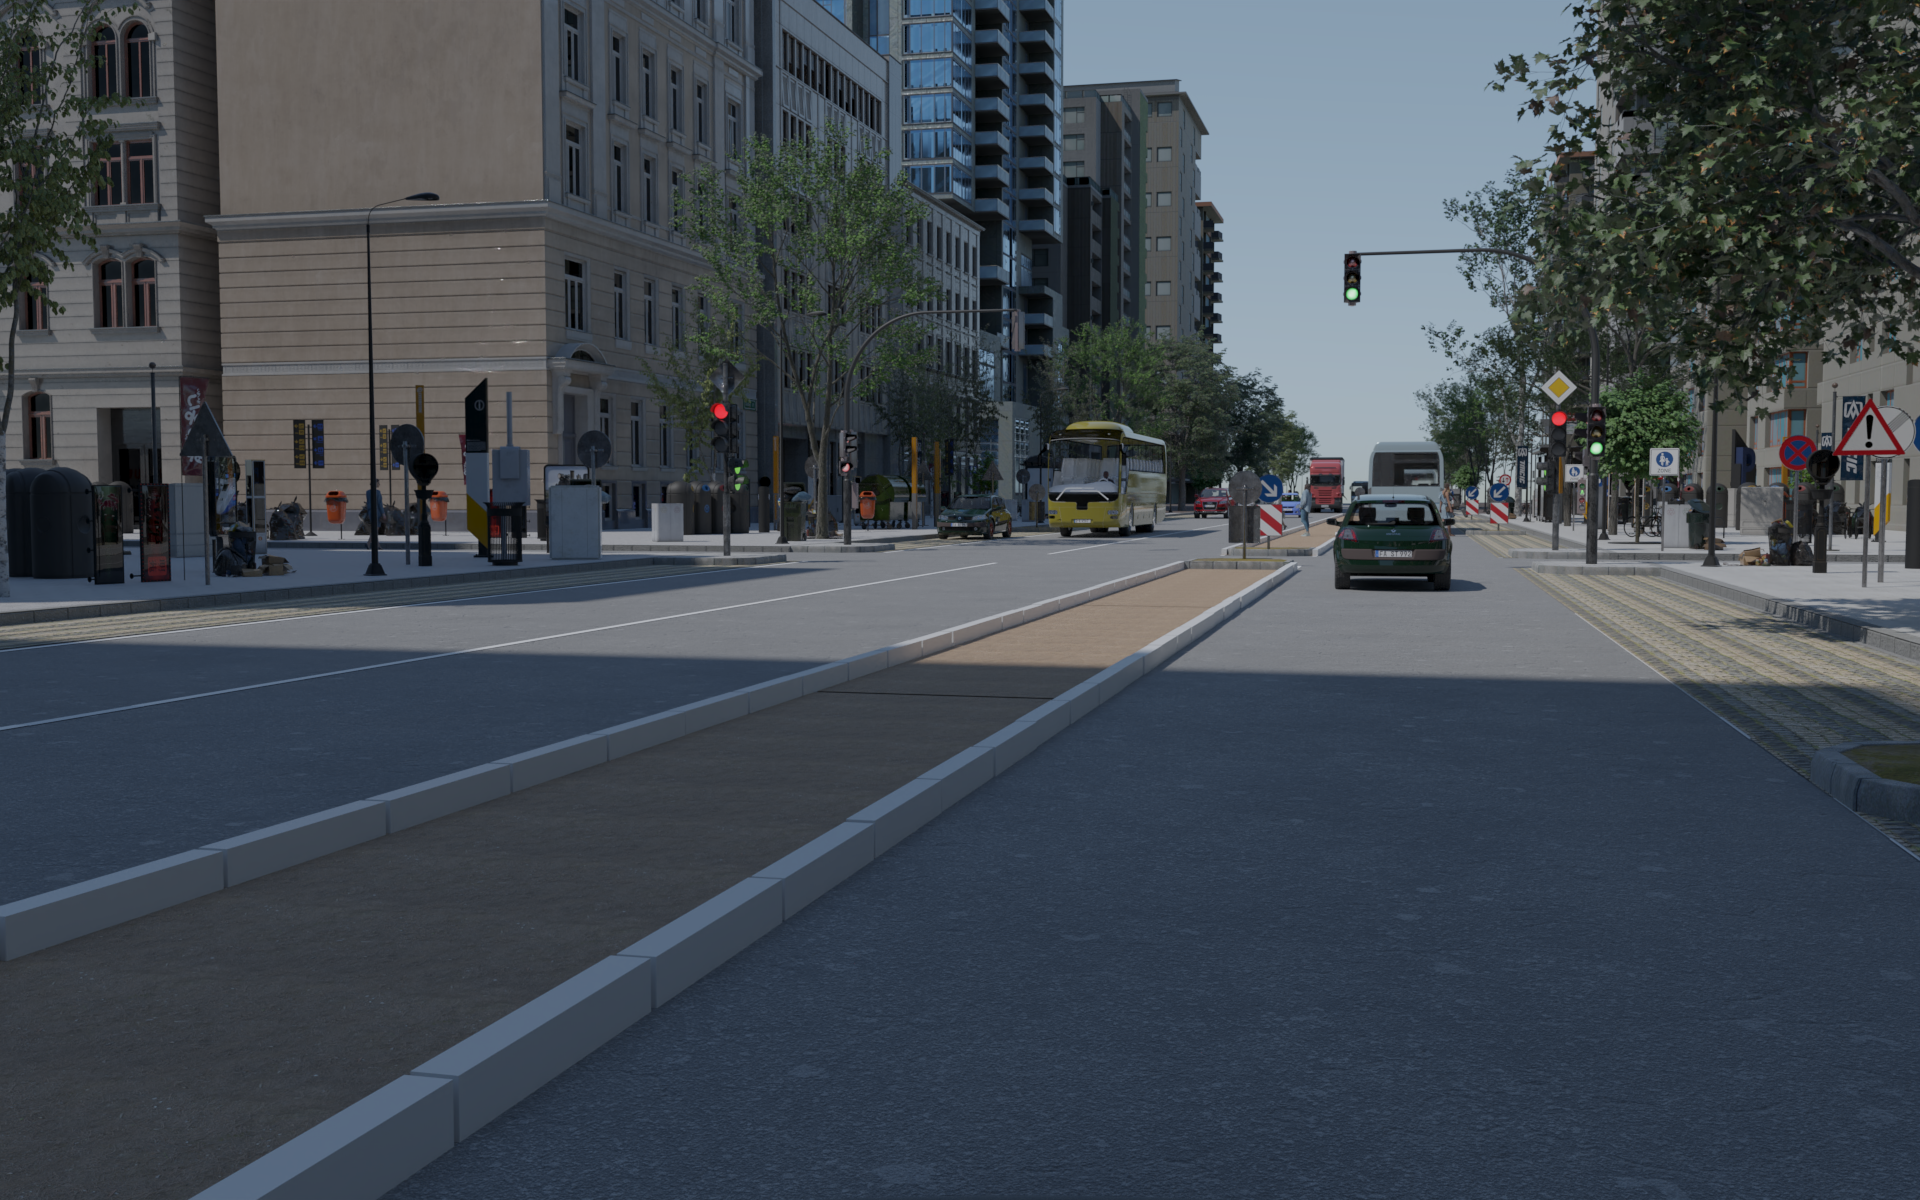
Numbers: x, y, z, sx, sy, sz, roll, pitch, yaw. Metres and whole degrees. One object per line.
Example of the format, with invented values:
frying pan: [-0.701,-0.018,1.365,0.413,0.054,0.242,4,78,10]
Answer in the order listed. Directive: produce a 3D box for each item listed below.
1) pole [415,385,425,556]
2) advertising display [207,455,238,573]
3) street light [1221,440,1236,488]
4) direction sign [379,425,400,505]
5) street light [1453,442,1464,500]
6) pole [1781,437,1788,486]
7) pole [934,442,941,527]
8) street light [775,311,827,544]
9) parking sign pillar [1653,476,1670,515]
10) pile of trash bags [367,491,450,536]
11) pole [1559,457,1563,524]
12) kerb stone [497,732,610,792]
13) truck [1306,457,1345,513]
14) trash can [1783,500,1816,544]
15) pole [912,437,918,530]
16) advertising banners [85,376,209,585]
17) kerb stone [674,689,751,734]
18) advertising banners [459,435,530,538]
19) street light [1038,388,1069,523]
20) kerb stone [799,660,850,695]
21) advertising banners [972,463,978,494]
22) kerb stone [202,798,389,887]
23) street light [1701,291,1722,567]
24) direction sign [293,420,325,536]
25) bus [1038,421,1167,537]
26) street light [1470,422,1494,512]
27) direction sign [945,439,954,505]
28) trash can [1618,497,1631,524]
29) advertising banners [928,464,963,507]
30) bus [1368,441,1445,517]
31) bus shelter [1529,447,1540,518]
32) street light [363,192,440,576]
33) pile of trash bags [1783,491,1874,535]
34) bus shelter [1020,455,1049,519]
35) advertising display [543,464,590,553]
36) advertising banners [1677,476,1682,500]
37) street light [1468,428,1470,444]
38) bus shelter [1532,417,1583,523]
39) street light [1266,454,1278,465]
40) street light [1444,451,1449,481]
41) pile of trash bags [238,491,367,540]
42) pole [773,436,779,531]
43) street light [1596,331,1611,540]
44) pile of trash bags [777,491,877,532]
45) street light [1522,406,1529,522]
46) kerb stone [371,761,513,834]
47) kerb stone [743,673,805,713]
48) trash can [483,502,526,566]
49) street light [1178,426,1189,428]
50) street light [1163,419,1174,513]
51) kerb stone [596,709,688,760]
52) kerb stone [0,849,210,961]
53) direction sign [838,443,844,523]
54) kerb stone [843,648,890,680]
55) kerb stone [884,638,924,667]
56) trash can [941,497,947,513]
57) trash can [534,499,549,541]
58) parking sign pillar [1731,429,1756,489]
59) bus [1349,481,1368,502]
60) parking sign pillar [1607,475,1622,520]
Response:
pole: [-10.106,-2.364,32.492,0.158,3.312,0.155,0,3,0]
advertising display: [-12.159,-1.430,28.587,0.123,1.923,0.974,0,4,-3]
street light: [23.135,-10.842,149.811,1.470,5.913,1.316,1,4,14]
direction sign: [-18.656,-3.958,56.708,0.876,3.537,0.379,2,4,28]
street light: [44.735,-11.069,153.517,1.470,5.913,1.316,1,4,14]
pole: [29.295,-4.142,61.564,0.158,3.312,0.155,0,3,0]
pole: [-0.922,-4.512,67.622,0.158,3.312,0.155,0,3,0]
street light: [-4.052,-4.386,44.250,1.470,5.913,1.316,1,4,14]
parking sign pillar: [43.111,-7.194,106.098,1.447,3.967,1.447,1,4,9]
pile of trash bags: [-17.149,-2.691,53.752,3.447,1.369,1.912,2,4,30]
pole: [25.738,-4.919,74.273,0.158,3.312,0.155,0,3,0]
kerb stone: [-2.063,0.822,8.750,0.120,0.150,1.000,1,4,14]
truck: [28.303,-8.849,133.602,2.839,4.237,11.283,1,4,13]
trash can: [20.869,-1.922,43.085,0.748,1.137,0.748,0,3,0]
pole: [-1.631,-4.189,62.333,0.158,3.312,0.155,0,3,0]
advertising banners: [-11.770,-1.775,25.209,0.090,3.025,2.074,2,4,28]
kerb stone: [-1.553,0.701,10.731,0.120,0.150,1.000,1,4,14]
advertising banners: [-13.570,-3.319,50.458,2.074,3.025,0.090,0,4,4]
street light: [4.066,-6.319,75.859,1.470,5.913,1.316,1,4,14]
kerb stone: [-1.038,0.582,12.719,0.120,0.150,1.000,1,4,14]
advertising banners: [0.843,-6.091,95.771,0.090,3.025,2.074,0,4,-7]
kerb stone: [-2.580,0.944,6.759,0.120,0.150,1.000,1,4,14]
street light: [12.766,-3.551,30.596,1.470,5.913,1.316,1,4,14]
direction sign: [-19.850,-3.723,52.864,0.876,3.537,0.379,-1,4,-14]
bus: [5.368,-4.299,61.827,2.896,3.916,12.252,1,4,14]
street light: [33.827,-8.515,111.767,1.470,5.913,1.316,1,4,14]
direction sign: [-0.437,-4.848,71.263,0.379,3.537,0.876,-1,4,-22]
trash can: [27.995,-3.774,73.363,0.748,1.137,0.748,0,3,0]
advertising banners: [-0.841,-6.240,98.218,2.074,3.025,0.090,1,4,13]
bus: [17.323,-4.416,67.060,2.948,3.499,13.247,1,4,15]
bus shelter: [30.386,-6.000,89.378,1.731,3.624,6.357,1,4,14]
street light: [-8.685,-3.328,26.950,1.470,5.913,1.316,1,4,14]
pile of trash bags: [27.253,-2.772,55.080,3.447,1.369,1.912,-1,4,-14]
bus shelter: [4.746,-6.026,92.452,2.014,3.302,5.546,1,4,14]
advertising display: [-8.536,-1.983,37.635,0.974,1.923,0.123,0,4,-7]
advertising banners: [30.620,-4.728,73.483,0.090,3.025,2.074,1,4,12]
street light: [36.477,-9.141,121.989,1.470,5.913,1.316,1,4,14]
bus shelter: [28.012,-6.337,81.250,2.179,5.291,8.768,1,4,15]
street light: [35.732,-13.841,198.842,1.470,5.913,1.316,1,4,14]
street light: [52.937,-13.025,185.497,1.470,5.913,1.316,1,4,14]
pile of trash bags: [-18.857,-2.383,48.710,3.447,1.369,1.912,0,4,7]
pole: [-6.467,-4.103,60.922,0.158,3.312,0.155,0,3,0]
street light: [17.435,-4.632,48.268,1.470,5.913,1.316,1,4,14]
pile of trash bags: [-4.568,-3.031,59.316,3.447,1.369,1.912,0,4,-1]
street light: [25.612,-6.565,79.883,1.470,5.913,1.316,1,4,14]
kerb stone: [-2.318,0.883,7.752,0.120,0.150,1.000,1,4,14]
kerb stone: [-1.295,0.640,11.727,0.120,0.150,1.000,1,4,14]
trash can: [-8.184,-1.191,31.133,0.748,1.137,0.748,0,3,0]
street light: [14.947,-8.918,118.352,1.470,5.913,1.316,1,4,14]
street light: [12.355,-8.273,107.800,1.470,5.913,1.316,1,4,14]
kerb stone: [-1.803,0.762,9.739,0.120,0.150,1.000,1,4,14]
kerb stone: [-2.836,1.007,5.769,0.120,0.150,1.000,1,4,14]
direction sign: [-5.199,-5.184,76.756,0.379,3.537,0.876,1,4,21]
kerb stone: [-0.779,0.520,13.710,0.120,0.150,1.000,1,4,14]
kerb stone: [-0.520,0.458,14.699,0.120,0.150,1.000,1,4,14]
trash can: [-1.025,-5.199,96.665,0.748,1.137,0.748,0,3,0]
trash can: [-11.260,-2.185,47.377,0.748,1.137,0.748,0,3,0]
parking sign pillar: [32.676,-5.123,72.229,1.447,3.967,1.447,-3,4,-38]
bus: [55.252,-14.921,238.818,2.948,3.499,13.247,1,4,13]
parking sign pillar: [32.797,-6.039,87.205,1.447,3.967,1.447,2,4,27]
